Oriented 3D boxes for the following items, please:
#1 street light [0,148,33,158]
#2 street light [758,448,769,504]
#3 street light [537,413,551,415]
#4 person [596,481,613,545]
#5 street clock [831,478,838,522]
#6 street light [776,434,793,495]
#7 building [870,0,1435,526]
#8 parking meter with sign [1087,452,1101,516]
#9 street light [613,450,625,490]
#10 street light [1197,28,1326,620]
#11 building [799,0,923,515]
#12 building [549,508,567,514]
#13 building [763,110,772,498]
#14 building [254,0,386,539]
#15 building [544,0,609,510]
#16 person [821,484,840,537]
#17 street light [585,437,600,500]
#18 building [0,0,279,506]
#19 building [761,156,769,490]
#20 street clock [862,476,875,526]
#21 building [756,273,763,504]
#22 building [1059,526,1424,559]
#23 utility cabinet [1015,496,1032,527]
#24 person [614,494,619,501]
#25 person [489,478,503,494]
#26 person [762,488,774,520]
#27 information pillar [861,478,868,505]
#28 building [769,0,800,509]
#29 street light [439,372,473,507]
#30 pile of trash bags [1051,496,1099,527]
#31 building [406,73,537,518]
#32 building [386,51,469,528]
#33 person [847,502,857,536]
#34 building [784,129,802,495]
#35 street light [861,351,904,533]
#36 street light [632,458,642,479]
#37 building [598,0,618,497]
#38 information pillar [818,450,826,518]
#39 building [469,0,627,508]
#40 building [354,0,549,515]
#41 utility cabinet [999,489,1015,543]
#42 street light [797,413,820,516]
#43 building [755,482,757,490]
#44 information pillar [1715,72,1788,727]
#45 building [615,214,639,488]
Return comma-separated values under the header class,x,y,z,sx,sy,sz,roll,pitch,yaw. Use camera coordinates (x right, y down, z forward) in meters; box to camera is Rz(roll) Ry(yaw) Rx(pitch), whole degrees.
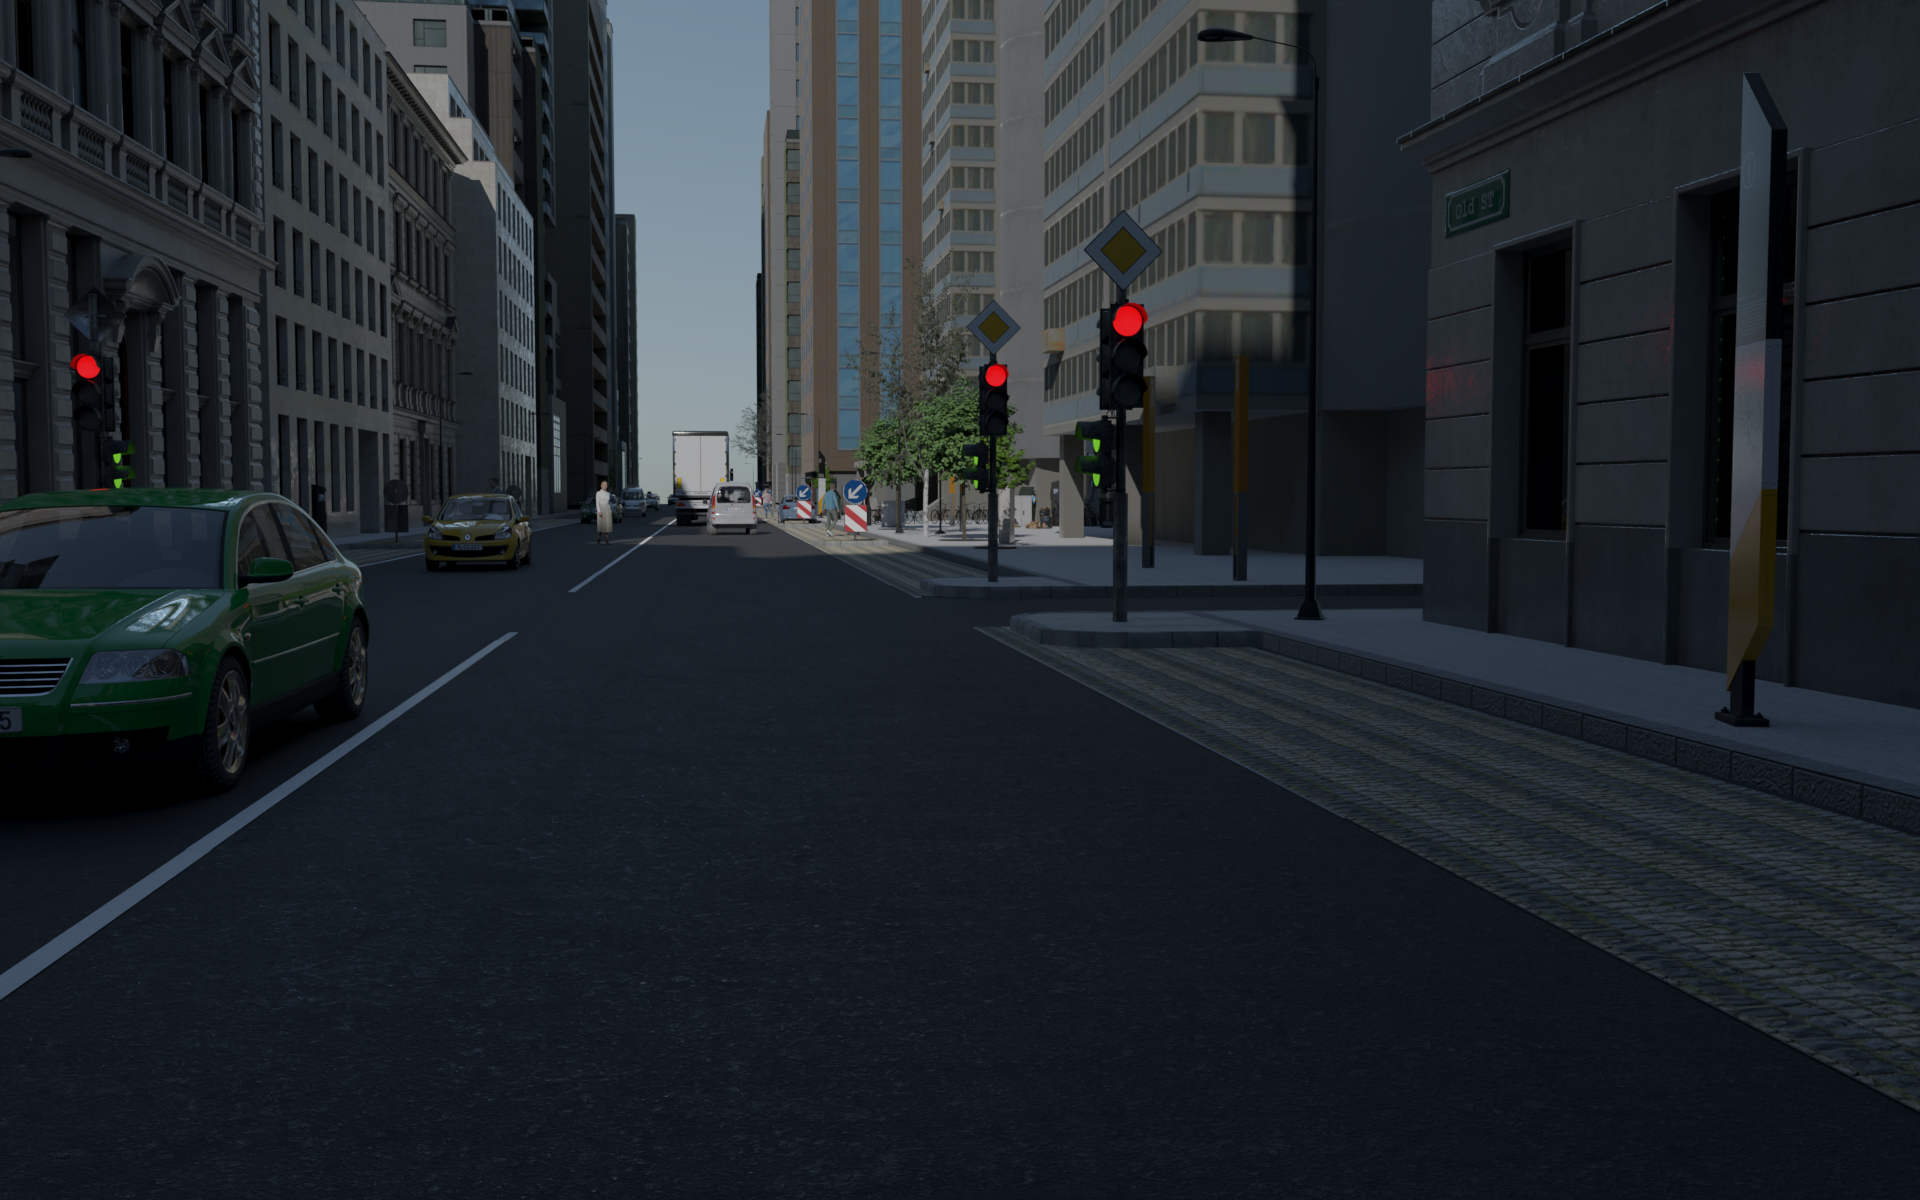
class,x,y,z,sx,sy,sz,roll,pitch,yaw
street light,-13.152,-3.107,23.338,1.470,5.913,1.316,0,4,-8
street light,-19.586,-12.410,175.447,1.470,5.913,1.316,0,4,-8
street light,-24.050,-7.730,98.934,1.470,5.913,1.316,0,4,-8
person,-10.182,-2.487,49.384,0.478,1.798,0.641,-2,4,-31
street clock,-5.818,-4.614,80.016,0.358,2.002,0.471,-1,4,-10
street light,-13.422,-9.812,132.961,1.470,5.913,1.316,0,4,-8
building,10.966,-24.357,90.124,32.217,40.220,23.993,0,4,-8
parking meter with sign,5.735,-4.714,73.338,0.543,3.016,1.738,1,4,12
street light,-35.730,-12.766,181.257,1.470,5.913,1.316,0,4,-8
street light,3.052,-2.750,17.506,1.470,5.913,1.316,0,4,-8
building,-3.095,-28.279,112.476,14.600,45.320,14.200,0,4,-8
building,-39.597,-49.591,123.483,22.319,86.520,31.000,0,4,-8
building,-15.313,-33.574,199.053,14.600,45.320,14.200,0,4,-8
building,-23.401,-11.943,50.012,10.420,20.320,16.860,0,4,-8
building,-42.380,-32.258,151.126,21.300,48.544,21.600,0,4,-8
person,-4.344,-3.005,57.972,0.601,1.785,0.444,3,5,43
street light,-30.021,-10.322,141.309,1.470,5.913,1.316,0,4,-8
building,-20.209,-12.388,31.422,11.050,23.489,19.941,0,4,-8
building,-17.388,-32.388,213.142,14.154,41.232,14.086,0,4,-8
street clock,-3.680,-3.989,69.794,0.471,2.002,0.358,1,4,12
building,-19.693,-27.869,227.355,14.160,30.474,14.107,0,4,-8
building,15.315,-21.422,42.123,23.993,40.220,32.217,0,4,-8
utility cabinet,2.309,-3.491,68.245,1.020,1.237,0.306,0,4,-2
person,-25.988,-7.254,130.364,0.557,1.426,1.065,3,5,44
person,-10.652,-1.906,39.792,0.853,1.813,0.709,-2,4,-30
person,-10.363,-5.181,93.797,0.643,1.750,0.593,3,5,43
information pillar,-4.304,-4.539,78.712,0.304,2.012,0.304,-2,4,-35
building,-7.171,-37.907,161.786,21.231,58.520,28.212,0,4,-8
street light,-19.175,-5.707,65.850,1.470,5.913,1.316,0,4,-8
pile of trash bags,5.240,-3.622,68.965,3.447,1.369,1.912,1,4,10
building,-27.561,-14.209,87.065,10.420,20.320,16.860,0,4,-8
building,-25.925,-12.433,67.911,10.561,19.102,19.286,0,4,-8
person,-3.659,-3.123,59.364,0.447,1.846,0.655,-1,4,-8
building,-7.331,-22.603,141.261,14.160,30.474,14.107,0,4,-8
street light,-2.507,-5.122,56.294,1.470,5.913,1.316,0,4,-8
street light,-41.784,-15.385,224.085,1.470,5.913,1.316,0,4,-8
building,-49.711,-39.767,192.195,21.231,58.520,28.212,0,4,-8
information pillar,-7.357,-6.171,92.249,0.183,3.616,0.504,-3,5,-45
building,-54.039,-55.535,220.676,22.319,86.520,31.000,0,4,-8
building,-32.582,-20.291,103.453,14.160,30.474,14.107,0,4,-8
utility cabinet,1.210,-2.238,45.274,0.318,1.500,1.173,0,4,8
street light,-8.589,-7.746,99.190,1.470,5.913,1.316,0,4,-8
building,-13.141,-33.999,247.764,32.217,40.220,23.993,0,4,-8
information pillar,4.366,-1.110,9.502,0.183,3.616,0.504,0,4,6
building,-53.016,-34.338,245.020,14.154,41.232,14.086,0,4,-8
